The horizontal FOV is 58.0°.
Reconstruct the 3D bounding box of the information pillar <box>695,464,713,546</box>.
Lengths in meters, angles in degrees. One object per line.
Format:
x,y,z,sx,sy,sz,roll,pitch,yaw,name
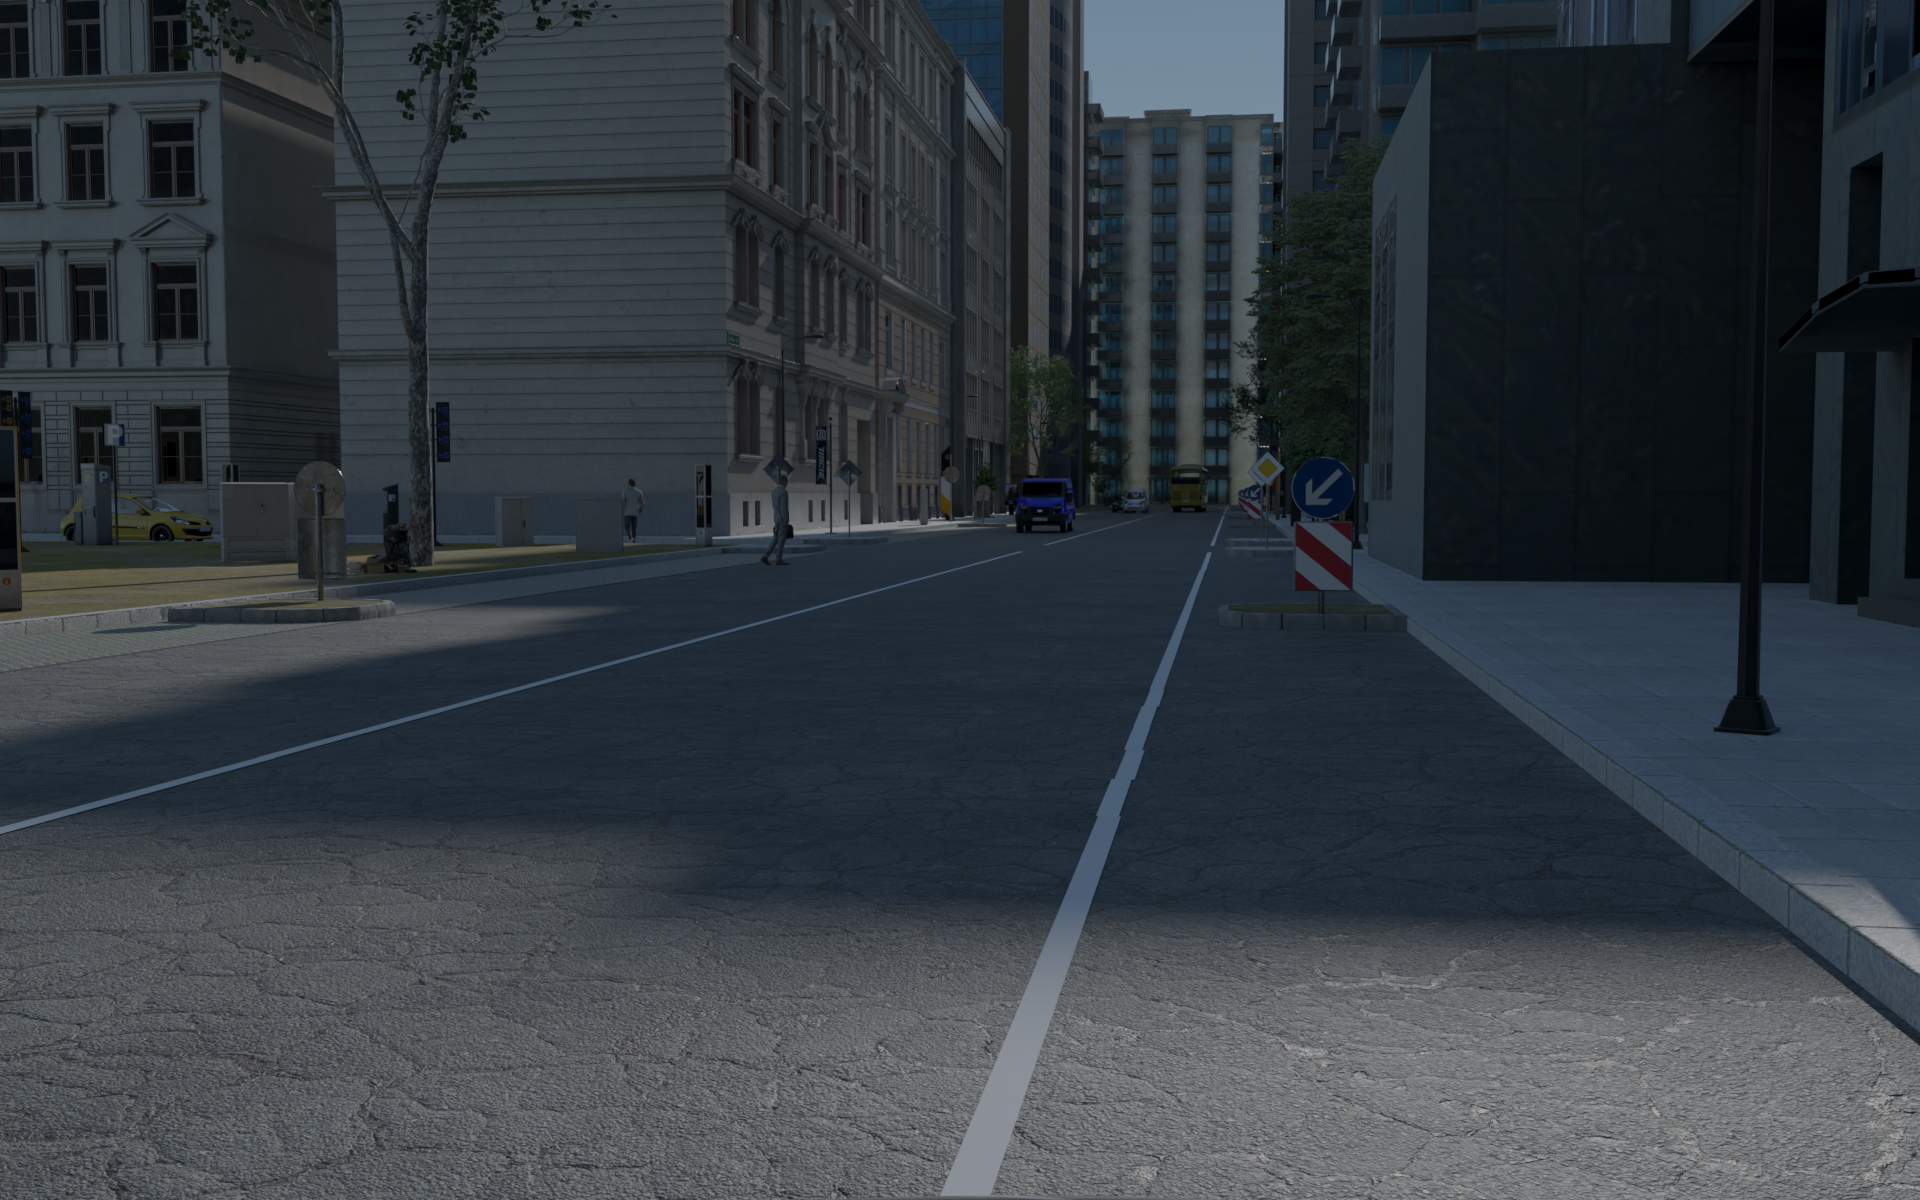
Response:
-6.286,-2.325,42.501,0.304,2.012,0.304,2,4,27,information pillar

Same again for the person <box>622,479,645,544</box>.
-8.640,-2.287,45.745,0.661,1.843,0.795,-2,4,-27,person

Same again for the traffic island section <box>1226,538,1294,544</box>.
8.496,-1.618,48.741,2.009,0.180,2.903,1,4,9,traffic island section

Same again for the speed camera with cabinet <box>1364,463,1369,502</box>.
12.491,-3.337,48.889,2.038,3.252,0.660,2,4,24,speed camera with cabinet

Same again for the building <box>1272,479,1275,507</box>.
49.389,-29.950,181.564,32.217,40.220,23.993,1,4,9,building

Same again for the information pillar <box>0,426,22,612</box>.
-10.467,-0.881,18.897,0.304,2.012,0.304,-3,5,-44,information pillar

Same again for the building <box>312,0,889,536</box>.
-11.378,-16.893,63.583,14.401,28.519,23.554,1,4,9,building

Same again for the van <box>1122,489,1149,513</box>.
13.161,-7.491,129.481,2.013,2.044,4.112,1,4,10,van

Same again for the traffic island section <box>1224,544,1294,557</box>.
7.257,-1.136,40.852,2.009,0.180,2.903,1,4,9,traffic island section

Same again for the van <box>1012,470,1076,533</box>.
3.236,-3.729,65.353,2.240,2.365,5.245,0,4,8,van

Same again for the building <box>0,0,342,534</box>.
-32.156,-13.757,61.079,21.152,22.565,11.583,1,4,9,building

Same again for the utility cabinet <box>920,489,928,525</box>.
-1.519,-3.880,72.113,0.318,1.500,1.173,0,4,-4,utility cabinet

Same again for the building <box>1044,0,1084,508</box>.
-0.711,-37.422,153.853,21.231,58.520,28.212,1,4,9,building

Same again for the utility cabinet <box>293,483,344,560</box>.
-12.441,-1.505,33.279,1.173,1.500,0.318,1,4,15,utility cabinet

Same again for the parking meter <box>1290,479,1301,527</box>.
13.306,-3.842,68.526,0.399,1.863,0.255,-1,4,-11,parking meter

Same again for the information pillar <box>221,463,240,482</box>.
-17.399,-2.254,41.339,0.304,2.012,0.304,1,4,10,information pillar

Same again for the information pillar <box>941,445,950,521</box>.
-0.679,-5.625,83.317,0.504,3.616,0.183,-2,4,-29,information pillar

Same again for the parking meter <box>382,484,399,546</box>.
-13.982,-2.088,42.550,0.372,1.533,0.369,0,3,0,parking meter

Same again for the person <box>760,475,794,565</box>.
-3.615,-1.614,35.005,0.853,1.813,0.709,-3,4,-39,person

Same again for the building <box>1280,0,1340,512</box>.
35.928,-36.296,135.440,21.231,58.520,28.212,1,4,9,building

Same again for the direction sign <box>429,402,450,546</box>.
-12.968,-3.101,42.693,0.876,3.537,0.379,1,4,11,direction sign

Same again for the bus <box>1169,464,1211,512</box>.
18.648,-9.112,140.534,2.896,3.916,12.252,1,4,11,bus

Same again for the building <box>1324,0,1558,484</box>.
32.881,-29.404,100.369,23.786,49.044,30.456,1,4,9,building

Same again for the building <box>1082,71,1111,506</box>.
0.012,-34.805,188.665,30.456,49.044,23.786,1,4,9,building

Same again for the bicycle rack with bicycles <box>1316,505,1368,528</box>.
13.395,-2.773,58.727,2.925,0.926,2.852,0,4,4,bicycle rack with bicycles

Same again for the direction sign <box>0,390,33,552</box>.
-20.717,-2.818,38.077,0.379,3.537,0.876,1,4,13,direction sign

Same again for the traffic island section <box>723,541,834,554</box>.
-4.490,-1.249,42.695,2.009,0.180,2.903,1,4,9,traffic island section

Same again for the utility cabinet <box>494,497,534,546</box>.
-11.053,-1.946,42.987,0.306,1.237,1.020,2,4,33,utility cabinet

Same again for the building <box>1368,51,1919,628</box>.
17.104,-43.040,16.372,22.319,86.520,31.000,1,4,9,building

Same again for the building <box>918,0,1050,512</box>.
-0.776,-29.520,132.765,14.600,45.320,14.200,1,4,9,building

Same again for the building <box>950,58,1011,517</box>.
-4.156,-17.558,105.093,12.078,24.808,19.932,1,4,9,building

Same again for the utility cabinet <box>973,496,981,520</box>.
0.858,-4.630,86.863,0.306,1.237,1.020,0,4,-5,utility cabinet

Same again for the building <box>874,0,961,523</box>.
-8.090,-18.314,85.331,13.634,28.700,20.117,1,4,9,building

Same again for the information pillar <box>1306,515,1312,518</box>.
18.517,-5.335,91.714,0.304,2.012,0.304,1,4,15,information pillar

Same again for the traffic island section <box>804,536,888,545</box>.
-3.252,-1.731,50.584,2.009,0.180,2.903,1,4,9,traffic island section

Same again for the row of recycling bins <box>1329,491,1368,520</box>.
18.945,-4.782,85.301,1.069,1.692,3.534,-2,4,-29,row of recycling bins

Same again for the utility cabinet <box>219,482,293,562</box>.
-13.271,-1.464,32.613,1.173,1.500,0.318,-2,4,-31,utility cabinet

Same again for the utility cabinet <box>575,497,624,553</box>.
-7.940,-1.650,38.143,1.020,1.237,0.306,-1,4,-12,utility cabinet
